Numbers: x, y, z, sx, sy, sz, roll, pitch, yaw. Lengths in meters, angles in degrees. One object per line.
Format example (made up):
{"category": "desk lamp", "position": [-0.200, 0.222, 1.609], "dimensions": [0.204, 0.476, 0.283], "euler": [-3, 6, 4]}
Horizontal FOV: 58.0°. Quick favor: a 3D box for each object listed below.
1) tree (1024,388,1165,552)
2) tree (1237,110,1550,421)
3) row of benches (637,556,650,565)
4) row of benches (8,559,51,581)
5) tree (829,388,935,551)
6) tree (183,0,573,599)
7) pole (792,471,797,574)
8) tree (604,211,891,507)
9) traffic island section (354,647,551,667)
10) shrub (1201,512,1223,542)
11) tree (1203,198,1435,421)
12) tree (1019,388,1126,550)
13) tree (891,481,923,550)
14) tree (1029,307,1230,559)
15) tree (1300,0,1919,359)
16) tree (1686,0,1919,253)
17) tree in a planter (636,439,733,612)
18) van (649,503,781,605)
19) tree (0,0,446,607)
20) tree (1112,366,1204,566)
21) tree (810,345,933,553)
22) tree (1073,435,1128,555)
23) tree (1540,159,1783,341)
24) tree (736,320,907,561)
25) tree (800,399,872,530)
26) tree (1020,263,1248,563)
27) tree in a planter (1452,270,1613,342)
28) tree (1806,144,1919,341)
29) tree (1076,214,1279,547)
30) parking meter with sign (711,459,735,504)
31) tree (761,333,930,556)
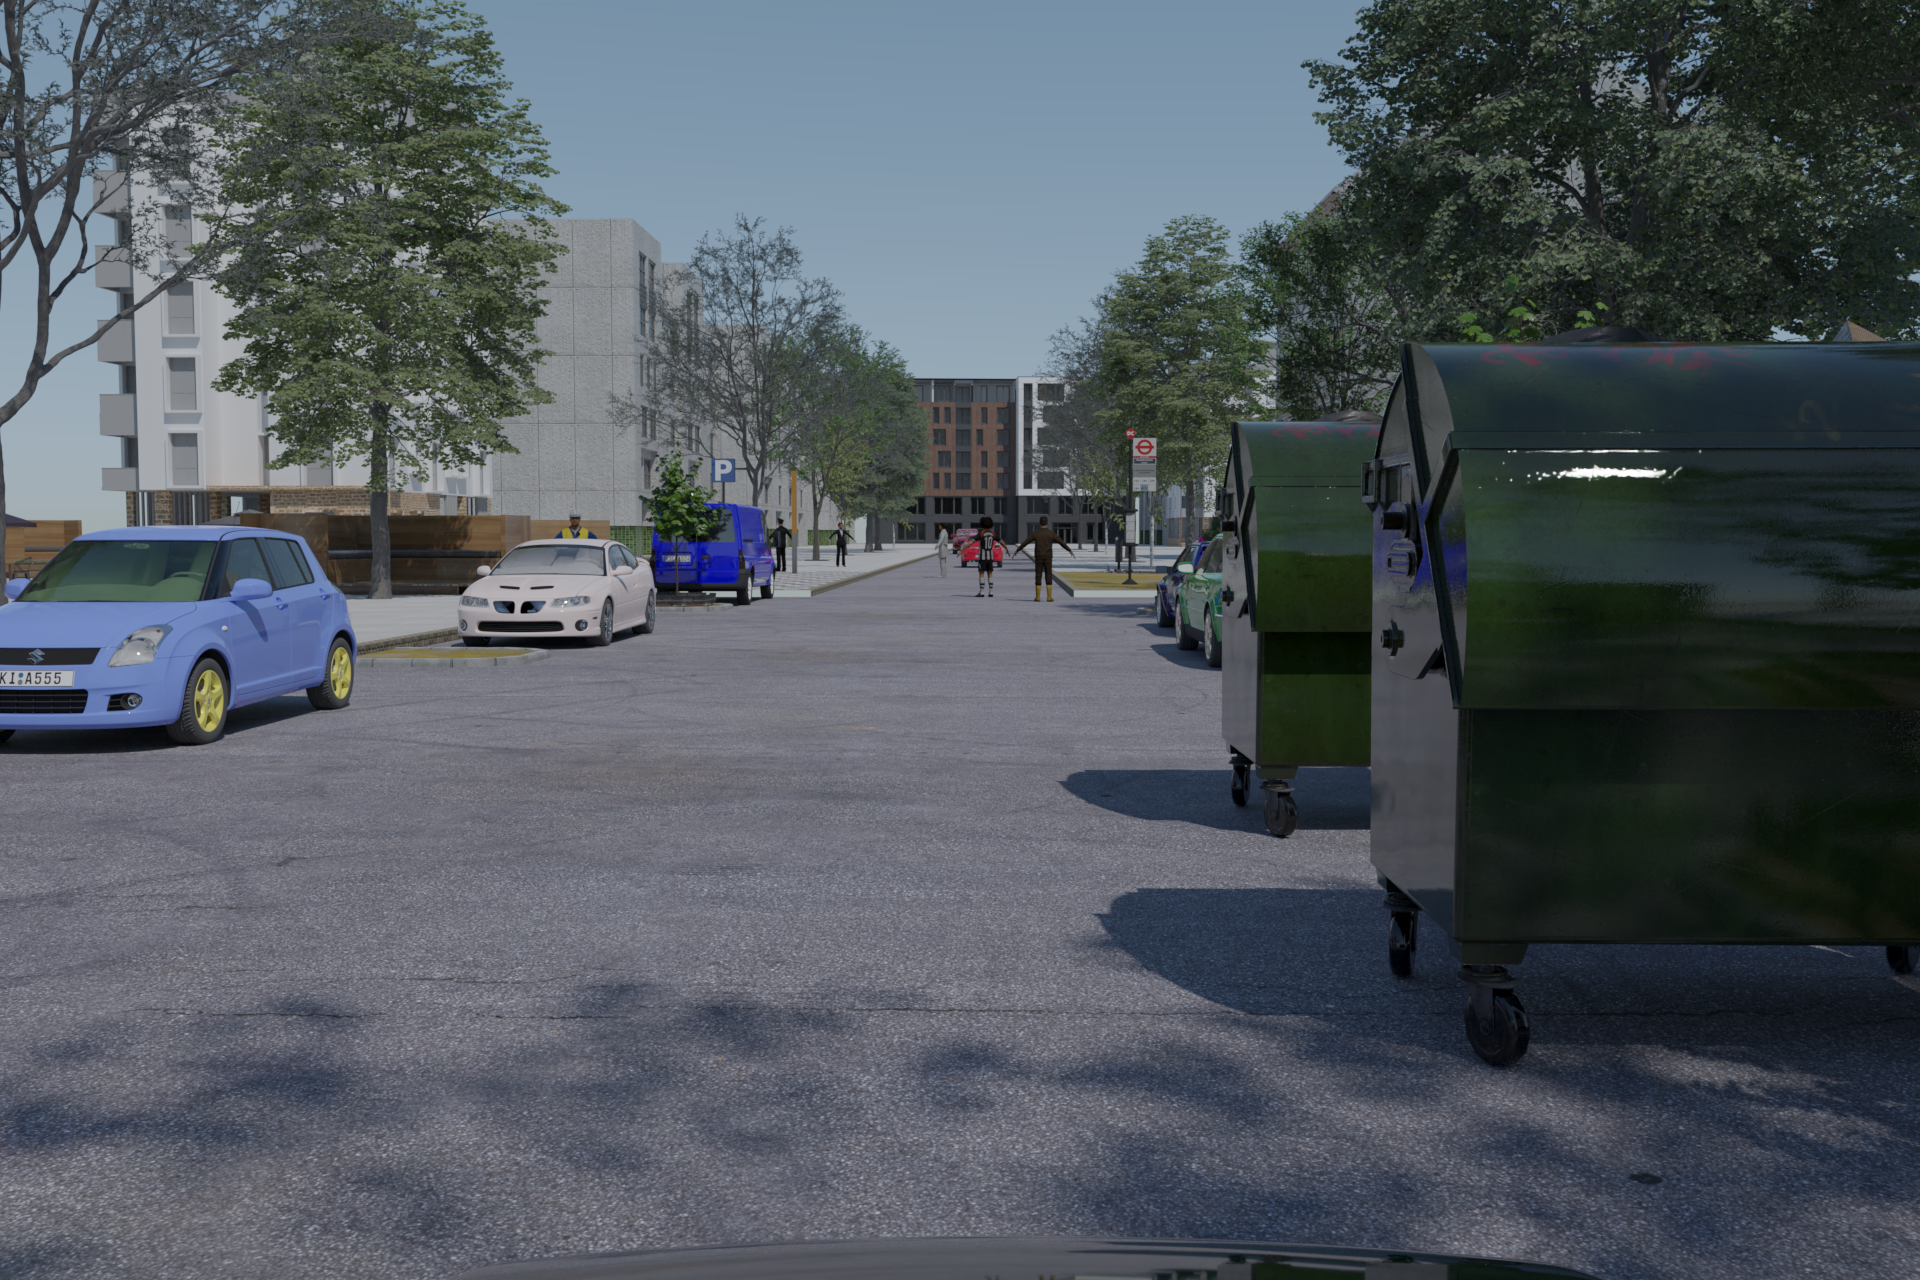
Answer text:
{"category": "tree", "position": [9.738, -13.040, 123.567], "dimensions": [12.009, 13.543, 11.850], "euler": [0, 3, 0]}
{"category": "tree", "position": [10.040, -6.365, 38.473], "dimensions": [7.601, 10.594, 8.767], "euler": [2, 4, 28]}
{"category": "row of benches", "position": [-10.229, -2.054, 49.054], "dimensions": [4.104, 0.672, 1.422], "euler": [2, 4, 27]}
{"category": "row of benches", "position": [-22.344, -1.782, 44.604], "dimensions": [4.104, 0.672, 1.422], "euler": [-2, 4, -34]}
{"category": "tree", "position": [-6.249, -13.797, 132.229], "dimensions": [9.857, 13.997, 8.962], "euler": [0, 3, 0]}
{"category": "tree", "position": [-11.392, -7.103, 34.265], "dimensions": [7.486, 12.596, 7.792], "euler": [0, 3, 0]}
{"category": "pole", "position": [-5.364, -3.808, 56.110], "dimensions": [0.158, 3.312, 0.155], "euler": [0, 3, 0]}
{"category": "tree", "position": [-7.750, -9.488, 65.497], "dimensions": [12.009, 13.543, 11.850], "euler": [0, 3, 0]}
{"category": "traffic island section", "position": [-5.751, 0.198, 19.623], "dimensions": [1.991, 0.108, 1.994], "euler": [0, 4, 2]}
{"category": "shrub", "position": [6.999, -2.504, 44.981], "dimensions": [1.661, 2.075, 1.752], "euler": [0, 3, 0]}
{"category": "tree", "position": [11.072, -7.731, 52.156], "dimensions": [9.928, 11.665, 9.643], "euler": [0, 3, 0]}
{"category": "tree", "position": [9.619, -14.005, 139.356], "dimensions": [12.009, 13.543, 11.850], "euler": [0, 3, 0]}
{"category": "tree", "position": [-5.271, -11.638, 140.637], "dimensions": [4.737, 8.622, 4.395], "euler": [0, 3, 0]}
{"category": "tree", "position": [8.650, -10.982, 89.925], "dimensions": [12.009, 13.543, 11.850], "euler": [0, 3, 0]}
{"category": "tree", "position": [9.882, -7.277, 25.638], "dimensions": [9.857, 13.997, 8.962], "euler": [0, 3, 0]}
{"category": "tree", "position": [9.552, -4.867, 13.984], "dimensions": [7.601, 10.594, 8.767], "euler": [0, 4, -7]}
{"category": "tree in a planter", "position": [-5.381, -2.177, 32.810], "dimensions": [1.991, 3.239, 1.994], "euler": [0, 4, 2]}
{"category": "van", "position": [-5.113, -1.970, 36.586], "dimensions": [2.240, 2.365, 5.245], "euler": [0, 4, 2]}
{"category": "tree", "position": [-11.244, -6.708, 20.042], "dimensions": [12.009, 13.543, 11.850], "euler": [0, 3, 0]}
{"category": "tree", "position": [7.962, -7.284, 69.453], "dimensions": [4.737, 8.622, 4.395], "euler": [0, 3, 0]}
{"category": "tree", "position": [-6.265, -12.974, 118.779], "dimensions": [9.857, 13.997, 8.962], "euler": [0, 3, 0]}
{"category": "tree", "position": [9.072, -9.634, 107.875], "dimensions": [4.737, 8.622, 4.395], "euler": [0, 3, 0]}
{"category": "tree", "position": [22.181, -9.163, 56.470], "dimensions": [9.857, 13.997, 8.962], "euler": [0, 3, 0]}
{"category": "tree", "position": [-6.711, -9.579, 82.364], "dimensions": [9.928, 11.665, 9.643], "euler": [0, 3, 0]}
{"category": "tree", "position": [-6.472, -8.718, 92.904], "dimensions": [4.737, 8.622, 4.395], "euler": [0, 3, 0]}
{"category": "tree", "position": [7.854, -10.241, 77.812], "dimensions": [12.009, 13.543, 11.850], "euler": [0, 3, 0]}
{"category": "tree in a planter", "position": [3.793, -0.890, 11.774], "dimensions": [1.991, 3.239, 1.994], "euler": [0, 4, 1]}
{"category": "tree", "position": [25.255, -7.727, 44.459], "dimensions": [7.486, 12.596, 7.792], "euler": [0, 3, 0]}
{"category": "tree", "position": [7.918, -8.817, 62.287], "dimensions": [7.486, 12.596, 7.792], "euler": [0, 3, 0]}
{"category": "parking meter with sign", "position": [-5.413, -2.728, 40.864], "dimensions": [0.543, 3.016, 1.738], "euler": [0, 4, 3]}
{"category": "tree", "position": [-7.050, -11.804, 103.365], "dimensions": [12.009, 13.543, 11.850], "euler": [0, 3, 0]}
